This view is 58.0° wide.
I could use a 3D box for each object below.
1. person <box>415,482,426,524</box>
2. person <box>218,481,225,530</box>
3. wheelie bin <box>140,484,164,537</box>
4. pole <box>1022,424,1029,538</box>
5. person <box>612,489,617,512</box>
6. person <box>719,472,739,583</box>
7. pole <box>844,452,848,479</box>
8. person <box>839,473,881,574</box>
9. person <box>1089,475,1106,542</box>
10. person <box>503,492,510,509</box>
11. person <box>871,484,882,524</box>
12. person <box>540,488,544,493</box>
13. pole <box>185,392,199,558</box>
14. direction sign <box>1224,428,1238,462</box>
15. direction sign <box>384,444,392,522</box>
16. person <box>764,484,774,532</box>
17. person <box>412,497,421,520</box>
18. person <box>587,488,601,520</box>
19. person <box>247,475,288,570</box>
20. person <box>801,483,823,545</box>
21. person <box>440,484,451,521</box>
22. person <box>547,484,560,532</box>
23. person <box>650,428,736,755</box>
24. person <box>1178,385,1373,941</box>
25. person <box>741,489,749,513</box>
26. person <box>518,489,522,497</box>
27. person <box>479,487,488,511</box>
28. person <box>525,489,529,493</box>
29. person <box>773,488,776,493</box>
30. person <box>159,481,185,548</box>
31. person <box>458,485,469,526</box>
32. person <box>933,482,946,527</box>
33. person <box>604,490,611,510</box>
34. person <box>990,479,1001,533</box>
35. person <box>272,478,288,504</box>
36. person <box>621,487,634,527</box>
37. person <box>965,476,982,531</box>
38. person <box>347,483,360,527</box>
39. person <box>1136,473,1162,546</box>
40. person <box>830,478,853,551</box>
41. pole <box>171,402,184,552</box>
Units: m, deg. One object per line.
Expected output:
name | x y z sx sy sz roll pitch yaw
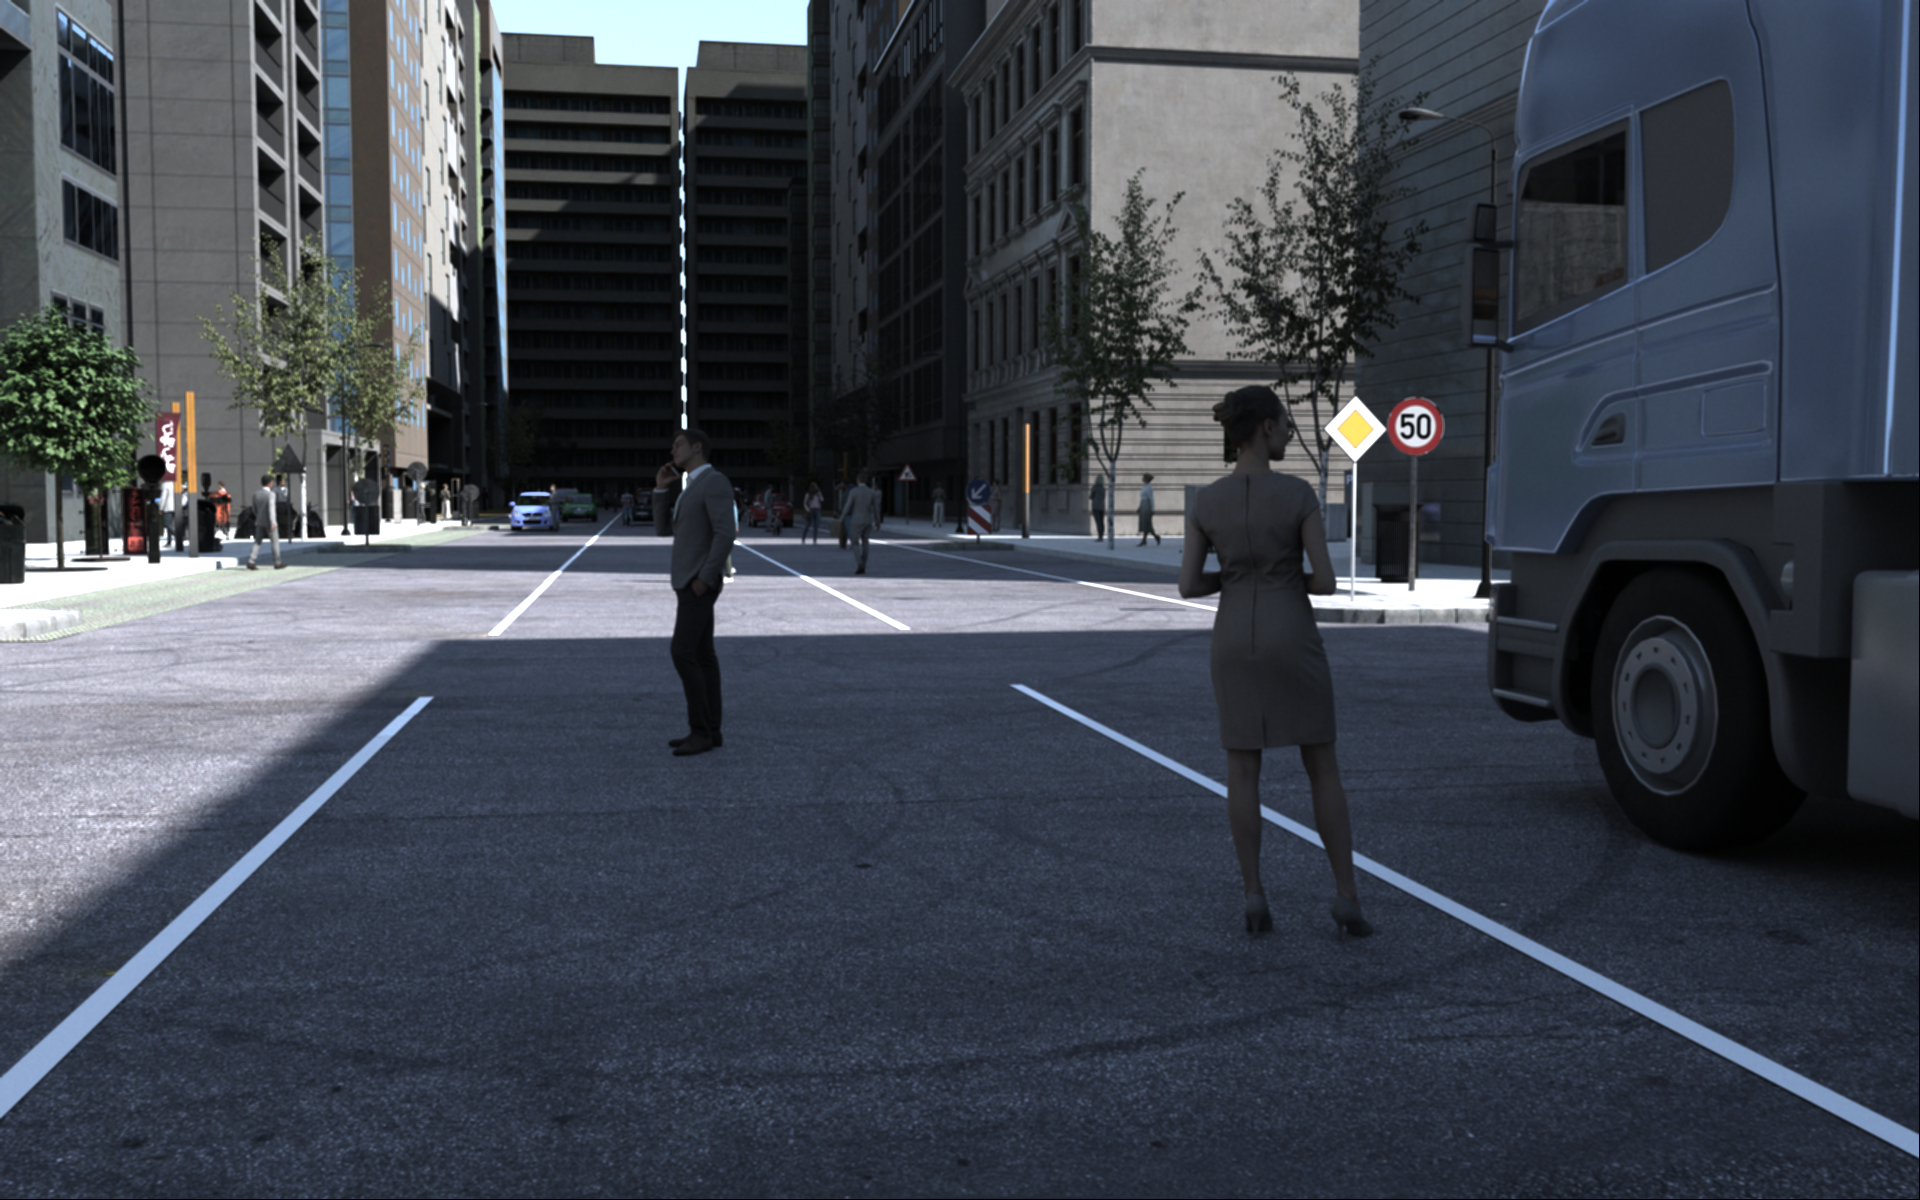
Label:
person | -22.968 -4.125 73.671 0.526 1.800 0.537 1 4 15
person | -26.687 -3.409 62.348 0.524 1.755 0.480 -3 5 -43
wheelie bin | -24.354 -2.703 52.099 0.980 1.594 0.693 1 4 13
pole | 1.914 -3.462 50.455 0.158 3.312 0.155 0 3 0
person | -27.411 -7.884 137.492 0.705 1.814 1.350 -1 4 -17
person | -3.802 -1.166 27.905 0.444 1.785 0.601 -2 4 -28
pole | -5.546 -5.514 83.998 0.158 3.312 0.155 0 3 0
person | -1.805 -1.386 31.287 0.709 1.813 0.853 -2 4 -27
person | 3.672 -2.471 46.625 0.537 1.800 0.526 -2 4 -29
person | -38.864 -8.659 148.538 0.530 1.710 0.541 -2 4 -35
person | -3.563 -4.128 74.287 0.466 1.731 0.760 0 4 2
person | -26.065 -6.096 108.175 0.705 1.823 1.348 -3 4 -38
pole | -15.372 -2.496 34.647 0.158 3.312 0.155 0 3 0
direction sign | 6.849 -3.073 42.235 0.876 3.537 0.379 -1 4 -13
direction sign | -26.158 -5.328 79.105 0.379 3.537 0.876 0 4 -4
person | -7.221 -3.486 65.588 0.391 1.810 0.635 0 4 -7
person | -26.677 -4.861 85.794 0.850 1.792 0.678 1 4 17
person | -20.401 -5.272 95.385 1.217 1.739 0.721 0 4 -8
person | -13.097 -1.460 32.648 0.678 1.792 0.850 2 4 23
person | -4.179 -2.411 48.512 0.593 1.750 0.643 -2 4 -28
person | -24.189 -4.582 81.511 0.519 1.759 0.362 1 4 11
person | -15.567 -3.508 66.050 0.606 1.804 0.583 3 5 44
person | -1.497 -0.063 9.714 0.473 1.802 0.592 -1 4 -9
person | 1.034 0.196 5.634 0.599 1.781 0.374 2 4 25
person | -16.167 -7.374 129.070 0.705 1.823 1.348 -3 5 -42
person | -38.415 -8.869 151.604 0.434 1.755 0.990 -2 4 -34
person | -36.945 -7.854 134.426 0.705 1.831 1.348 1 4 13
person | -39.218 -9.198 157.112 1.217 1.739 0.721 -3 5 -42
person | -15.740 -8.575 146.270 0.705 1.821 1.348 -1 4 -15
person | -18.805 -2.169 41.350 0.795 1.843 0.661 1 4 14
person | -20.965 -3.971 73.604 0.661 1.801 0.590 1 4 9
person | -0.804 -3.726 67.510 0.519 1.759 0.362 0 4 5
person | -31.893 -9.052 156.485 0.705 1.826 1.348 1 4 15
person | 1.172 -3.138 57.694 0.374 1.781 0.599 -1 4 -10
person | -23.316 -3.270 59.361 0.795 1.843 0.661 3 4 36
person | -14.559 -4.068 75.854 0.563 1.720 0.643 -1 4 -19
person | 0.415 -2.958 54.253 0.795 1.843 0.661 3 4 36
person | -23.529 -3.707 67.237 0.593 1.750 0.643 0 4 1
person | 4.648 -2.219 42.549 0.641 1.798 0.478 0 4 3
person | -2.880 -2.146 43.570 0.713 1.824 0.794 2 4 30
pole | -17.455 -2.739 38.622 0.158 3.312 0.155 0 3 0
